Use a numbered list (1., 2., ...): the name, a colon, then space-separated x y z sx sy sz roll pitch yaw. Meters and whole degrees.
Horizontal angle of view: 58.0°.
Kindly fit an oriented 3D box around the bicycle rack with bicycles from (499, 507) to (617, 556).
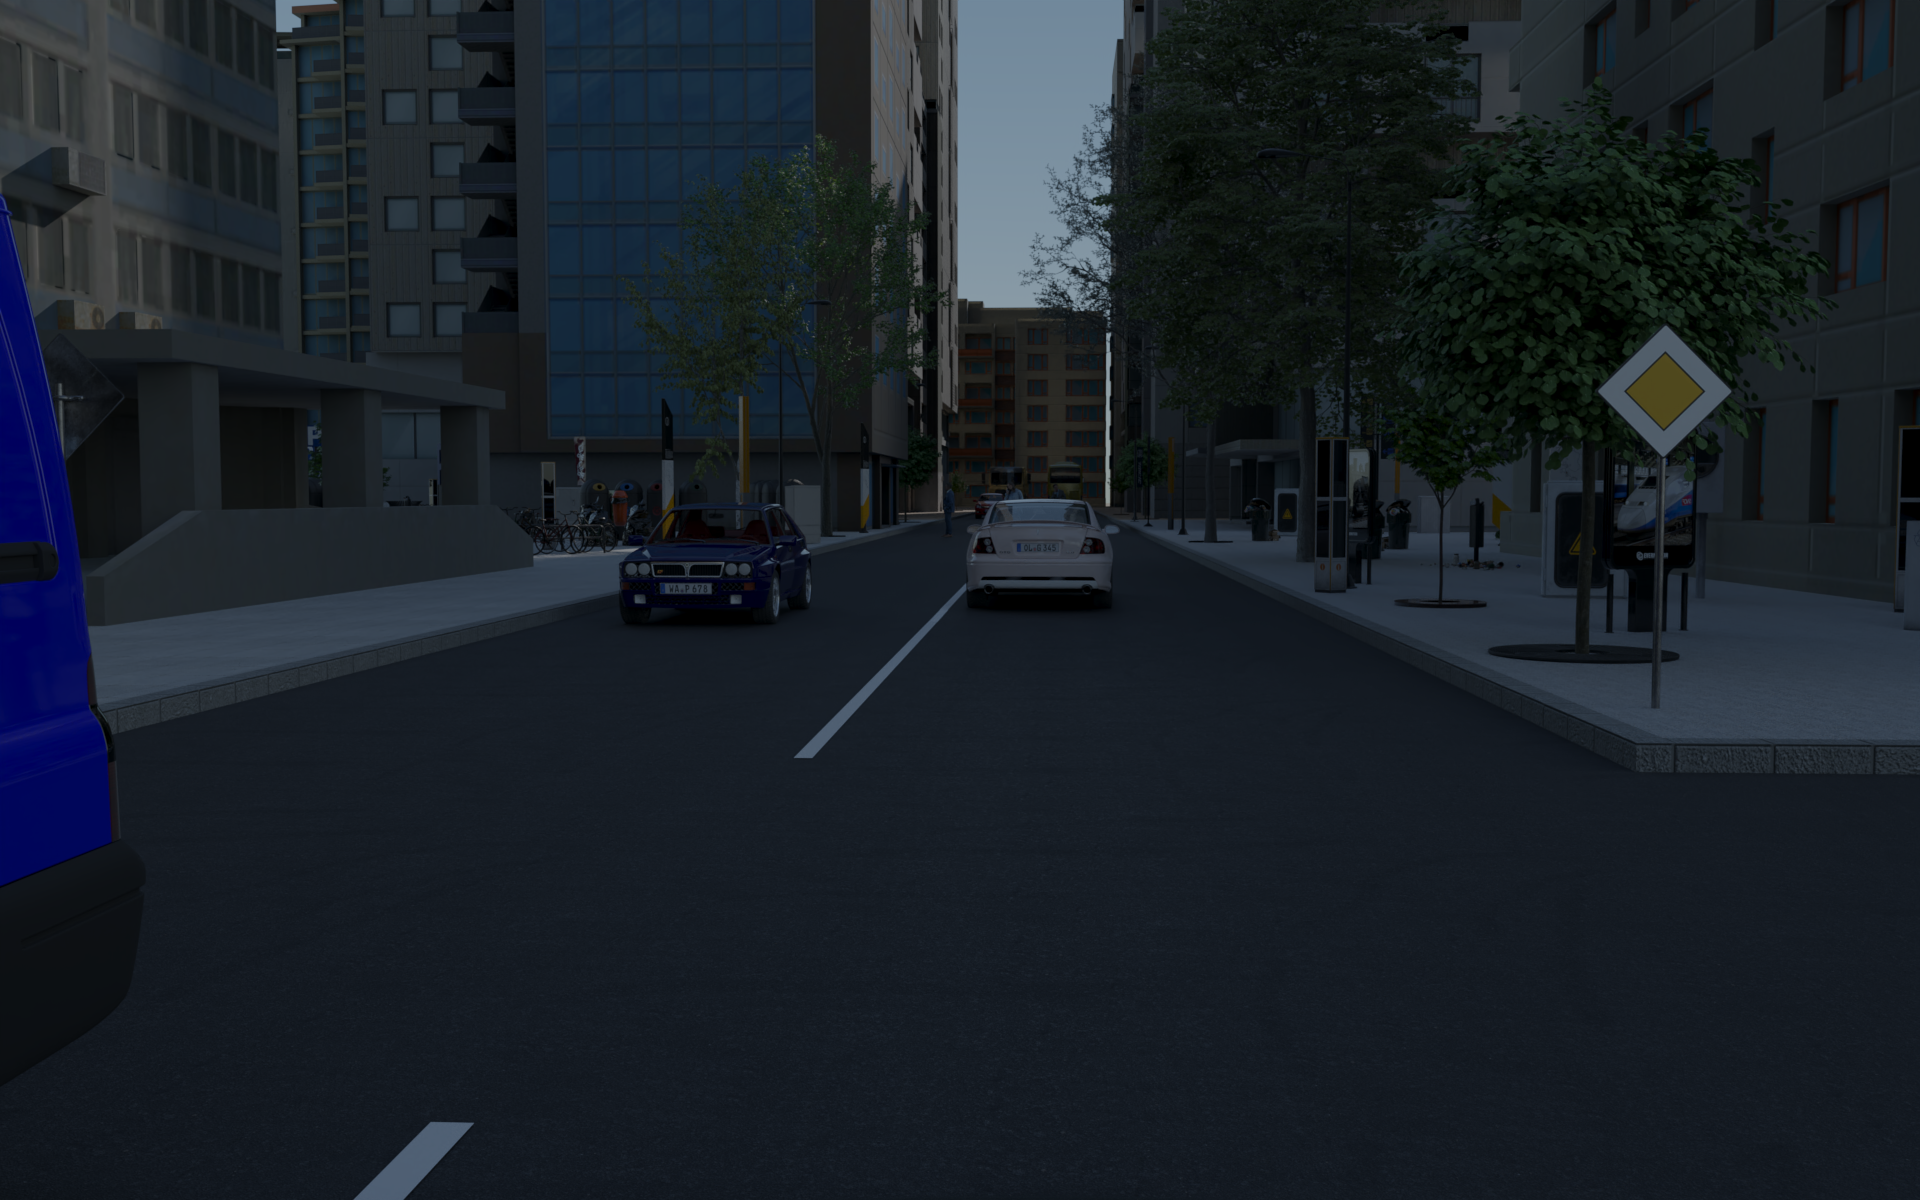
1. bicycle rack with bicycles: -8.750 -1.481 37.598 2.925 0.926 2.852 -3 5 -42

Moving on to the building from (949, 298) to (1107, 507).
1. building: 0.699 -20.761 184.487 28.899 21.520 27.650 0 4 3

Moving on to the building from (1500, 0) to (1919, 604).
1. building: 25.595 -10.886 23.028 28.899 21.520 27.650 0 4 3

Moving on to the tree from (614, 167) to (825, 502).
1. tree: -5.173 -5.393 38.535 4.737 8.622 4.395 0 3 0

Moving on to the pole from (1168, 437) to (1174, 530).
1. pole: 7.567 -4.174 62.085 0.158 3.312 0.155 0 3 0

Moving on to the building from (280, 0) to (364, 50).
1. building: -41.818 -30.396 151.595 28.867 44.769 22.147 0 4 3

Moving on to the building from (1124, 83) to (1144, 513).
1. building: 18.914 -21.613 125.071 14.160 30.474 14.107 0 4 3

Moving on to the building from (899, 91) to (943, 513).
1. building: -8.692 -21.398 121.562 14.160 30.474 14.107 0 4 3

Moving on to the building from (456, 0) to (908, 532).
1. building: -9.454 -25.343 64.467 14.600 45.320 14.200 0 4 3

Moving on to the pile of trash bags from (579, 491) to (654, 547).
1. pile of trash bags: -8.643 -2.082 43.785 1.912 1.369 3.447 -1 4 -10

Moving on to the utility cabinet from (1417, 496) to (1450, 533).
1. utility cabinet: 15.459 -2.773 56.507 1.020 1.237 0.306 0 4 -8

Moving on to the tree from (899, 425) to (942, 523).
1. tree: -3.189 -6.180 84.761 4.285 4.588 4.351 0 3 0

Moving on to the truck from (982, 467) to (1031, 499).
1. truck: 3.522 -7.909 125.232 3.469 3.379 9.791 0 4 4

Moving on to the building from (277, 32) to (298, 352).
1. building: -63.186 -28.939 156.748 14.086 41.232 14.154 0 4 3

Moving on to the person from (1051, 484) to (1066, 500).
1. person: 3.999 -3.777 70.067 0.655 1.846 0.447 1 4 16

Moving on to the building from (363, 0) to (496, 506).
1. building: -16.385 -31.270 100.508 28.713 52.752 27.495 0 4 3

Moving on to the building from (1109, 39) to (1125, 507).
1. building: 26.185 -33.899 177.945 21.600 48.544 21.300 0 4 3

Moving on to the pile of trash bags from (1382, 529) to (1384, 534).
1. pile of trash bags: 11.956 -2.839 56.176 3.447 1.369 1.912 0 4 5

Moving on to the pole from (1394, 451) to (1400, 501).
1. pole: 14.482 -3.885 57.368 0.158 3.312 0.155 0 3 0

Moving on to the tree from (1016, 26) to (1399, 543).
1. tree: 6.583 -8.265 45.505 12.009 13.543 11.850 0 3 0

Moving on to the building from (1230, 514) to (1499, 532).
1. building: 23.520 -29.401 69.948 28.713 52.752 27.495 0 4 3

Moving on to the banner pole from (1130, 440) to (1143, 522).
1. banner pole: 8.271 -5.542 80.627 0.401 3.779 0.863 3 5 42

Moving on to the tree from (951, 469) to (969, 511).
1. tree: -0.349 -8.324 130.706 1.663 3.219 1.824 0 3 0

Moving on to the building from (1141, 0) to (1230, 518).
1. building: 21.482 -34.307 102.923 21.231 58.520 28.212 0 4 3

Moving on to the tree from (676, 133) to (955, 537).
1. tree: -4.148 -7.689 51.476 9.928 11.665 9.643 0 3 0

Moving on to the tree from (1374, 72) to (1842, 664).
1. tree: 4.949 -1.825 13.555 4.285 4.588 4.351 0 3 0

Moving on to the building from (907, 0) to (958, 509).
1. building: -13.851 -34.093 146.666 27.495 52.752 28.713 0 4 3

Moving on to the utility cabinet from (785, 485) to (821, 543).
1. utility cabinet: -4.033 -2.182 44.357 0.318 1.500 1.173 2 4 29

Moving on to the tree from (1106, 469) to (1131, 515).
1. tree: 9.824 -6.869 106.907 1.663 3.219 1.824 0 3 0

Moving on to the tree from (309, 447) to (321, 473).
1. tree: -31.115 -6.253 85.952 4.285 4.588 4.351 0 3 0

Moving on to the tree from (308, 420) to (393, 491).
1. tree: -14.025 -2.733 39.293 1.663 3.219 1.824 0 3 0

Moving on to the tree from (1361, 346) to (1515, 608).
1. tree: 5.646 -1.539 19.764 1.663 3.219 1.824 0 3 0

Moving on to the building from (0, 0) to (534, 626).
1. building: -24.007 -20.275 23.381 32.217 40.220 23.993 0 4 3

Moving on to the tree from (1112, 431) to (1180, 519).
1. tree: 9.391 -6.396 88.289 4.285 4.588 4.351 0 3 0

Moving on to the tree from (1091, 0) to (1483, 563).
1. tree: 6.162 -6.977 32.207 7.486 12.596 7.792 0 3 0

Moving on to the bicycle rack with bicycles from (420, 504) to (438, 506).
1. bicycle rack with bicycles: -20.143 -3.053 63.295 2.852 0.926 2.925 1 4 10

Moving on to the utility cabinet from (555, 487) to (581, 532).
1. utility cabinet: -12.859 -2.983 57.452 1.173 1.500 0.318 0 4 8

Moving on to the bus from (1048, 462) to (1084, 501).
1. bus: 8.028 -8.574 131.732 2.896 3.916 12.252 0 4 4

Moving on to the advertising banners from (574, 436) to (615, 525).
1. advertising banners: -10.898 -3.419 52.082 2.074 3.025 0.090 3 4 37

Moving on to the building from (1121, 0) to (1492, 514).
1. building: 27.538 -33.992 145.000 28.713 52.752 27.495 0 4 3

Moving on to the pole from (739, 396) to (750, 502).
1. pole: -4.501 -2.589 36.173 0.158 3.312 0.155 0 3 0
